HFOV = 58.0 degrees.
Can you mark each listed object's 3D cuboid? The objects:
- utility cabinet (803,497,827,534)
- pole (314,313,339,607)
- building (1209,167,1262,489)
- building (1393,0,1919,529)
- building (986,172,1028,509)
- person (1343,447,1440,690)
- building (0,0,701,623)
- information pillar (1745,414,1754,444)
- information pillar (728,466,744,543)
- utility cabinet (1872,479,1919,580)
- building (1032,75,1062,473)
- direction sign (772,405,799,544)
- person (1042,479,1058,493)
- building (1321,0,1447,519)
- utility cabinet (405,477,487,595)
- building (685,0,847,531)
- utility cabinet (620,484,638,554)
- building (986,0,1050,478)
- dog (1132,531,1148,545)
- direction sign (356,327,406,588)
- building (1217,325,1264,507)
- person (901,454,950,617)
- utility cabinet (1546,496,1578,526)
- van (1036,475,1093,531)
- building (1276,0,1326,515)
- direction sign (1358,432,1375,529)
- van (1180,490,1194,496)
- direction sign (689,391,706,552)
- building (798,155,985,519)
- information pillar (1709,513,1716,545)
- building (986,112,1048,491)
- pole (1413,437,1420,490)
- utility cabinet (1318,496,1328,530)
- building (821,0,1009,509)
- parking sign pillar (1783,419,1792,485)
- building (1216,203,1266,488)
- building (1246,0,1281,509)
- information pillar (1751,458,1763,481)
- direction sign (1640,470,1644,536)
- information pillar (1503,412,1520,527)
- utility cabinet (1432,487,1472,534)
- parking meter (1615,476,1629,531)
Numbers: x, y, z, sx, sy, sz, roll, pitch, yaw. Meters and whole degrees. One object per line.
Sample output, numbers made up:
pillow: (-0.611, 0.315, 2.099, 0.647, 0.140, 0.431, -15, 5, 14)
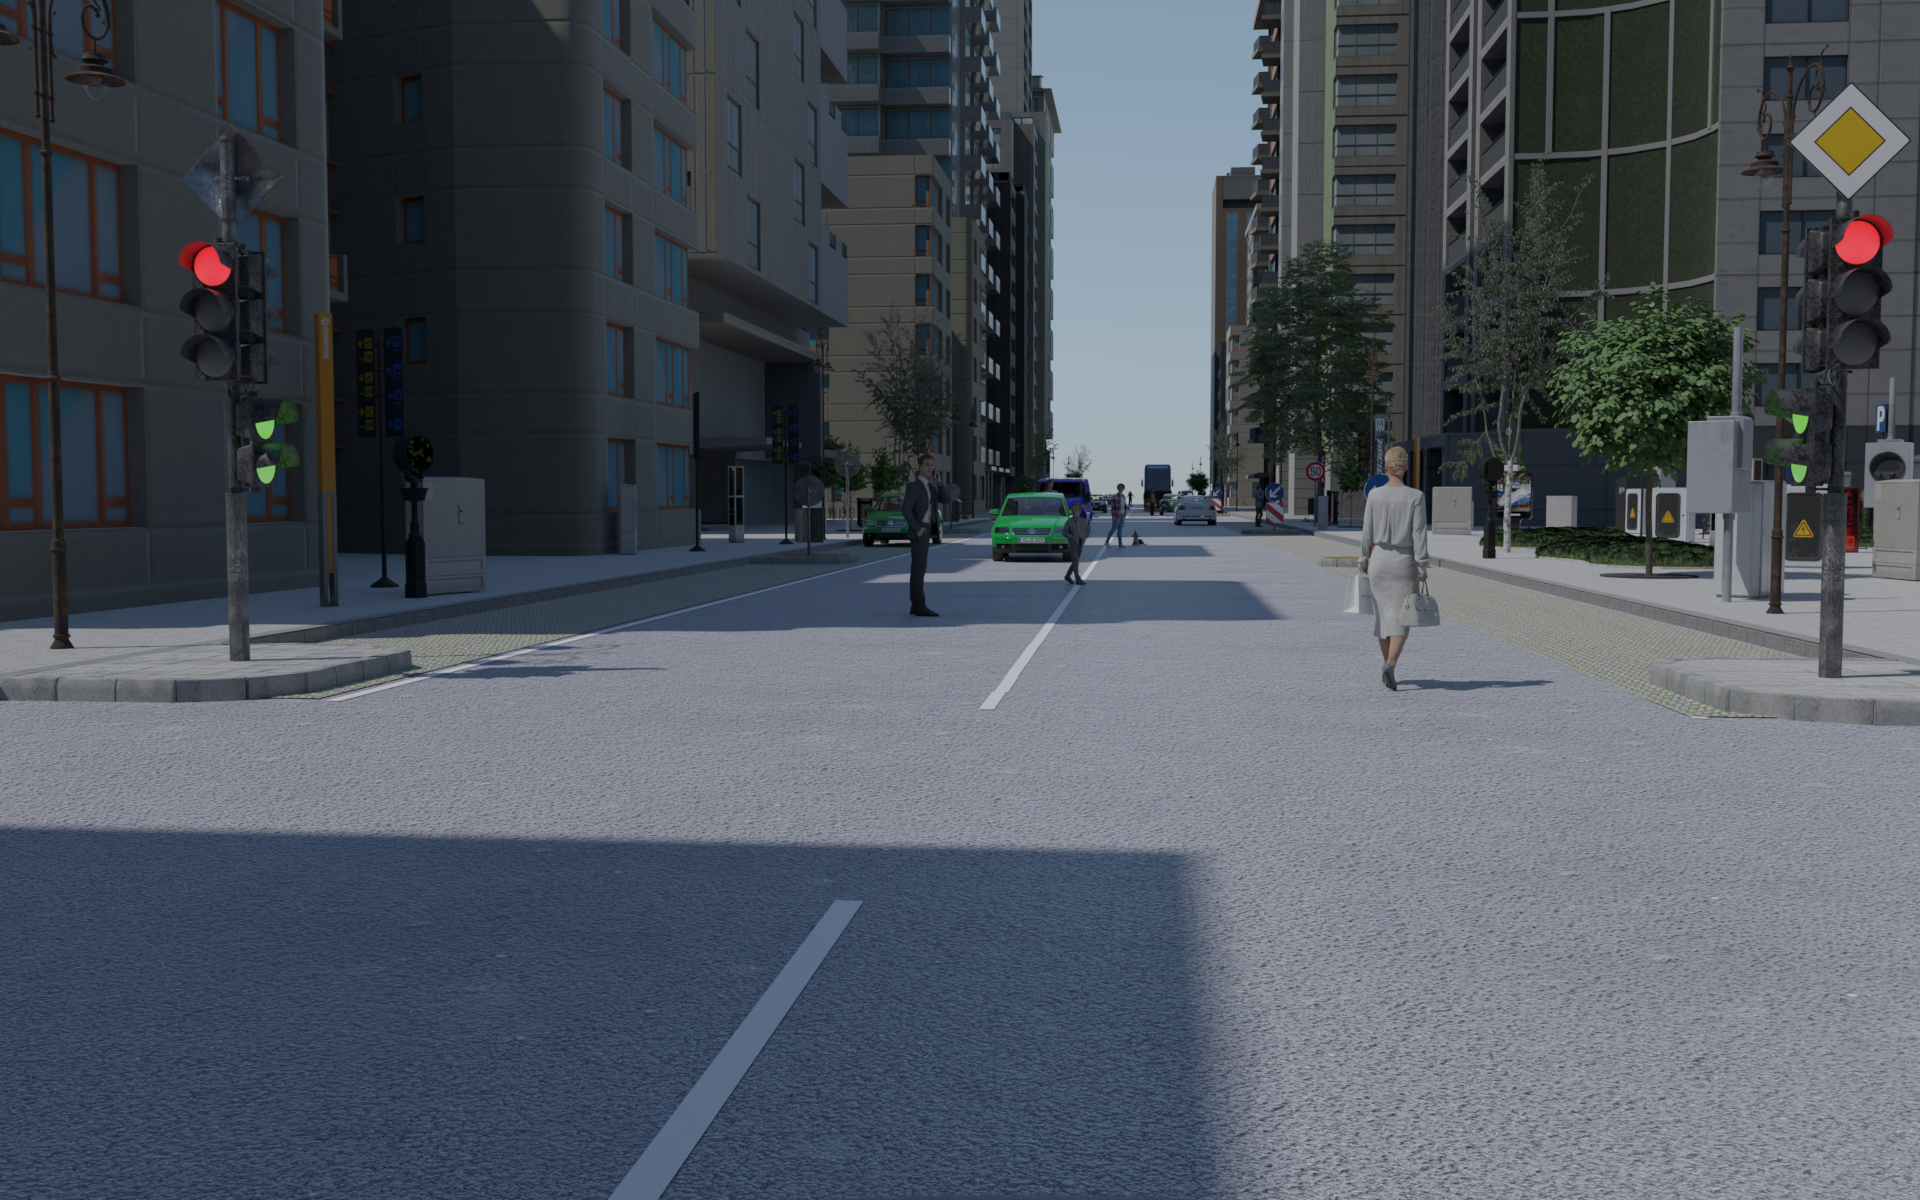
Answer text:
utility cabinet: (-4.658, -2.718, 55.603, 0.306, 1.237, 1.020, 2, 4, 27)
pole: (-7.198, -1.579, 19.665, 0.158, 3.312, 0.155, 0, 3, 0)
building: (41.487, -35.869, 236.560, 14.600, 45.320, 14.200, 0, 4, 6)
building: (30.000, -38.672, 70.535, 20.563, 71.187, 20.611, 0, 4, 6)
building: (-1.386, -23.466, 155.374, 14.160, 30.474, 14.107, 0, 4, 6)
person: (3.168, -0.242, 12.806, 0.694, 1.780, 0.624, 3, 5, 44)
building: (-21.945, -11.379, 31.082, 27.650, 21.520, 28.899, 0, 4, 6)
information pillar: (19.739, -3.189, 43.496, 0.183, 3.616, 0.504, 0, 4, -4)
information pillar: (-5.888, -2.512, 45.558, 0.304, 2.012, 0.304, -3, 5, -44)
utility cabinet: (14.114, -1.053, 25.904, 0.318, 1.500, 1.173, 0, 4, -1)
building: (-1.847, -38.833, 224.152, 28.713, 52.752, 27.495, 0, 4, 6)
direction sign: (-4.448, -3.196, 44.246, 0.876, 3.537, 0.379, 2, 4, 35)
person: (2.277, -2.213, 44.769, 0.616, 1.811, 0.778, -1, 4, -10)
building: (26.891, -25.144, 94.691, 14.154, 41.232, 14.086, 0, 4, 6)
utility cabinet: (-6.581, -0.829, 22.231, 0.318, 1.500, 1.173, 2, 4, 24)
building: (-19.388, -29.171, 66.189, 28.713, 52.752, 27.495, 0, 4, 6)
utility cabinet: (-7.056, -1.732, 36.999, 0.318, 1.500, 1.173, 0, 4, -8)
building: (-0.065, -46.472, 198.069, 20.563, 71.187, 20.611, 0, 4, 6)
dog: (5.057, -1.734, 48.543, 0.748, 0.427, 0.550, -1, 4, -20)
direction sign: (-7.931, -1.943, 23.767, 0.876, 3.537, 0.379, 2, 4, 28)
building: (42.960, -21.142, 190.714, 27.650, 21.520, 28.899, 0, 4, 6)
person: (-0.395, -0.775, 20.526, 0.474, 1.900, 0.648, 1, 4, 15)
utility cabinet: (20.049, -2.847, 57.712, 0.306, 1.237, 1.020, -2, 4, -34)
van: (3.825, -3.669, 64.374, 2.240, 2.365, 5.245, 0, 4, 8)
building: (31.924, -35.037, 114.858, 21.231, 58.520, 28.212, 0, 4, 6)
direction sign: (14.951, -4.382, 63.649, 0.379, 3.537, 0.876, -2, 4, -32)
van: (24.886, -11.193, 190.010, 2.013, 2.044, 4.112, 0, 4, 6)
direction sign: (-5.885, -2.857, 38.704, 0.379, 3.537, 0.876, -1, 4, -16)
building: (-13.585, -15.859, 104.328, 27.650, 21.520, 28.899, 0, 4, 6)
information pillar: (17.071, -2.105, 38.910, 0.304, 2.012, 0.304, -3, 5, -42)
building: (1.738, -30.403, 180.691, 14.154, 41.232, 14.086, 0, 4, 6)
pole: (16.458, -4.198, 62.477, 0.158, 3.312, 0.155, 0, 3, 0)
utility cabinet: (13.151, -3.158, 62.787, 0.306, 1.237, 1.020, 1, 4, 17)
building: (-8.662, -31.413, 133.213, 23.786, 49.044, 30.456, 0, 4, 6)
parking sign pillar: (29.491, -4.421, 60.753, 1.447, 3.967, 1.447, 0, 4, 6)
building: (48.591, -32.062, 216.092, 32.217, 40.220, 23.993, 0, 4, 6)
building: (35.597, -29.915, 143.731, 22.147, 44.769, 28.867, 0, 4, 6)
information pillar: (16.373, -1.919, 35.874, 0.304, 2.012, 0.304, -2, 4, -29)
direction sign: (18.938, -3.428, 48.052, 0.379, 3.537, 0.876, 3, 4, 36)
information pillar: (15.706, -3.546, 49.332, 0.183, 3.616, 0.504, -2, 4, -31)
utility cabinet: (15.489, -2.804, 54.523, 1.173, 1.500, 0.318, 1, 4, 21)
parking meter: (21.671, -3.119, 56.704, 0.399, 1.863, 0.255, 2, 4, 33)
